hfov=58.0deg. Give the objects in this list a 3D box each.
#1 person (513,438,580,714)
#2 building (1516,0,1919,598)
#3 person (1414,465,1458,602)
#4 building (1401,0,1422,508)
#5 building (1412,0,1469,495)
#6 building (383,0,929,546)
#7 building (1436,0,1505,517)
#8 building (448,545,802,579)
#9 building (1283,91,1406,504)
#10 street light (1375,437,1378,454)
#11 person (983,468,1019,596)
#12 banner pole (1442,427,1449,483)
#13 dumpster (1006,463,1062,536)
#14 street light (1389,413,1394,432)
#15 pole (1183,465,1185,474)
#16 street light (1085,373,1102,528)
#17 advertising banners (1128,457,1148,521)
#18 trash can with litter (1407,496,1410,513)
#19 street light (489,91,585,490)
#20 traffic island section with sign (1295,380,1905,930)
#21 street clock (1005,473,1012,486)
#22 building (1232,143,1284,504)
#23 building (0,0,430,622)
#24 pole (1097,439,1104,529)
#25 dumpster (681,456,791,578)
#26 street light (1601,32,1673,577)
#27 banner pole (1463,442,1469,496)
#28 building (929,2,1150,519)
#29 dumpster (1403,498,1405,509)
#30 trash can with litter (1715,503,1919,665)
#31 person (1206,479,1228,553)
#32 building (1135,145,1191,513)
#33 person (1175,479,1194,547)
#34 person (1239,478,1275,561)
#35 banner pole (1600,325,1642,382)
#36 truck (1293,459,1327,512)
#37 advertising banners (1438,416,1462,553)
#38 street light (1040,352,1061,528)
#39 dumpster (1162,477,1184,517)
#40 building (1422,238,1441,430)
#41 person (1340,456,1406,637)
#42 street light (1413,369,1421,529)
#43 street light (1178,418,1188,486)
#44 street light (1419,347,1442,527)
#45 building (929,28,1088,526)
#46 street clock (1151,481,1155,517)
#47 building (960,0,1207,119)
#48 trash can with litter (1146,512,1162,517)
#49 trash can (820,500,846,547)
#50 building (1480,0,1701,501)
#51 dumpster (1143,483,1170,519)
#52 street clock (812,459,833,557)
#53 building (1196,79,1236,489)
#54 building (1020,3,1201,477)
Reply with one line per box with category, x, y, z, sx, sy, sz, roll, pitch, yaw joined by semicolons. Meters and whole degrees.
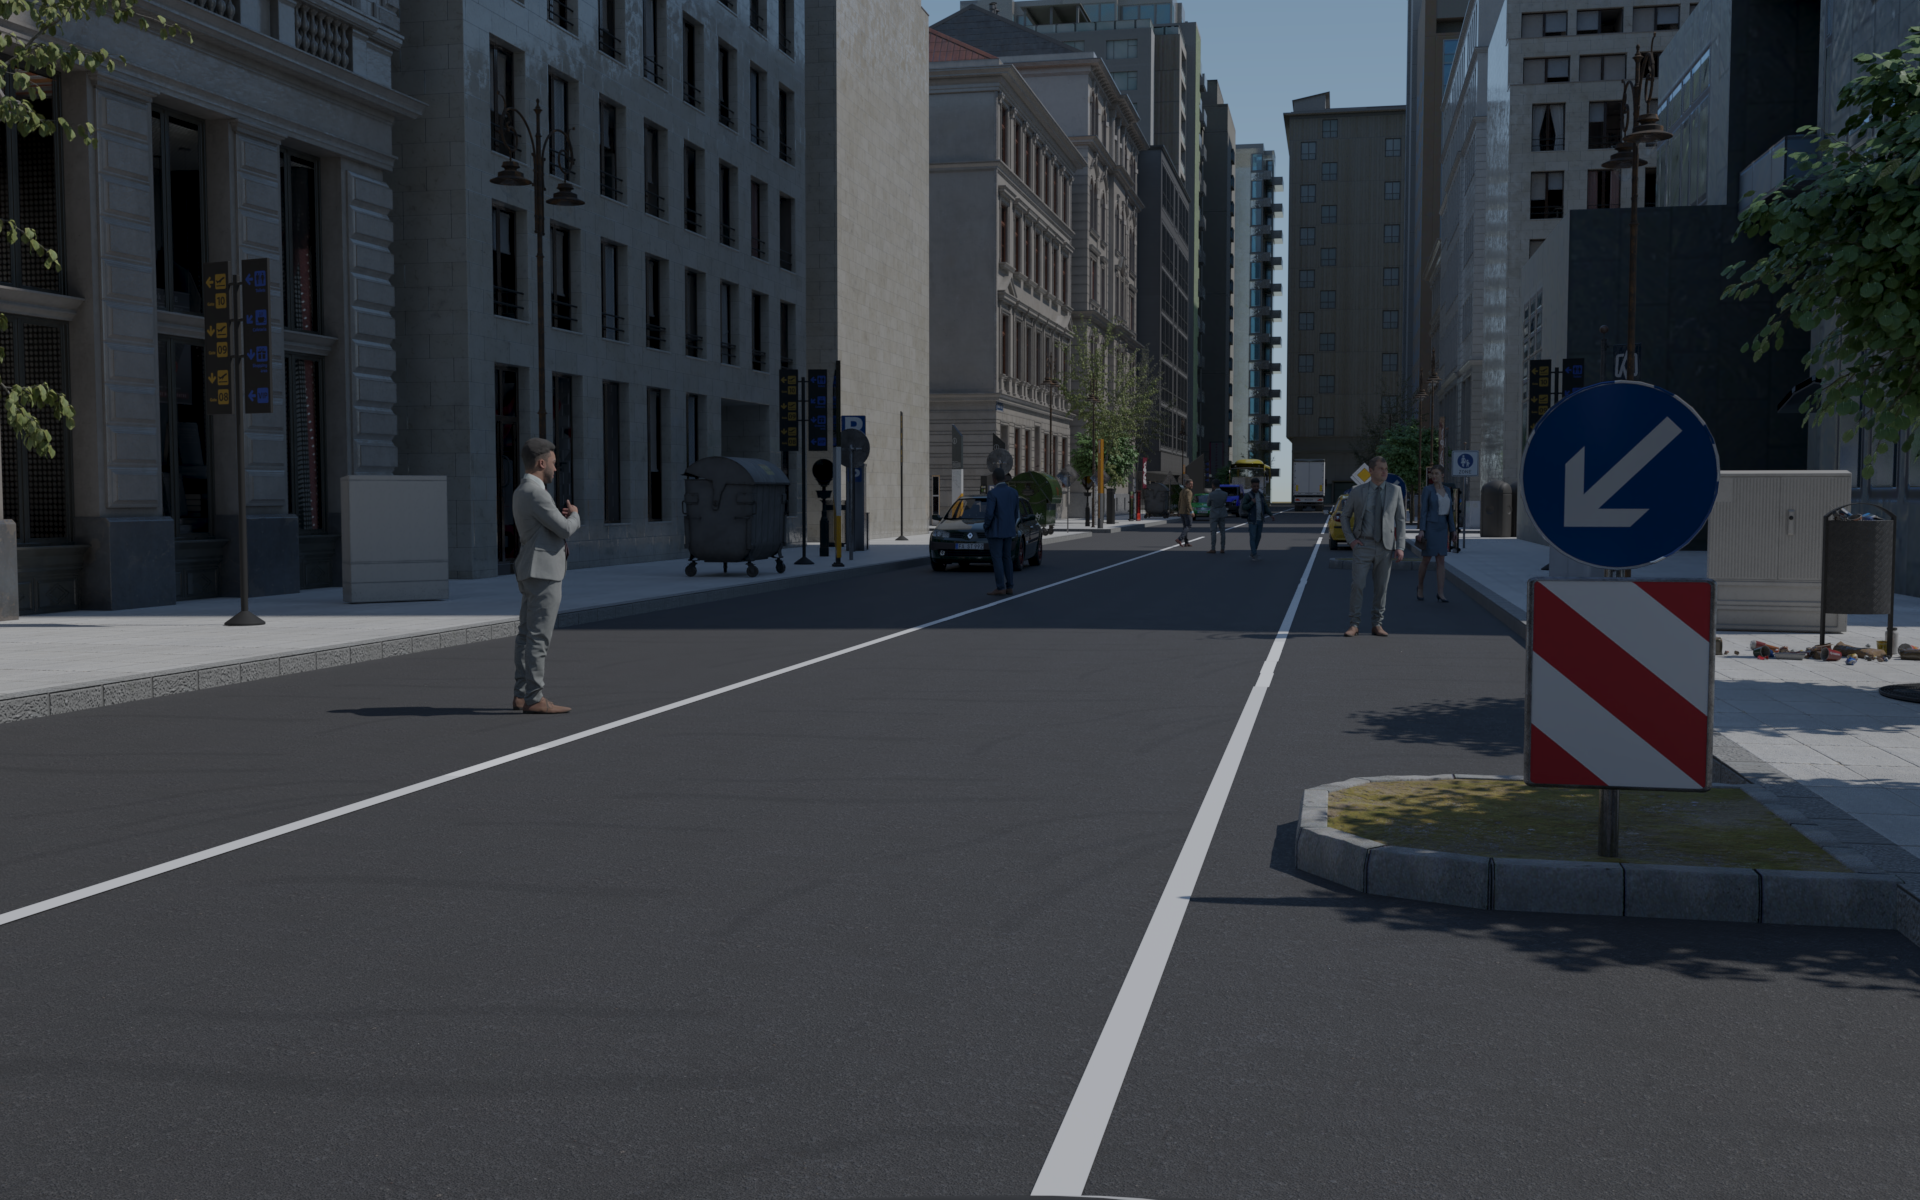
person;-2.714;-0.168;11.422;0.466;1.800;0.511;-3;5;-39
building;23.634;-43.859;29.760;22.319;86.520;31.000;1;4;12
person;6.348;-0.894;23.148;0.581;1.822;0.654;0;4;-4
building;54.006;-38.305;168.279;21.231;58.520;28.212;1;4;12
building;46.419;-30.493;148.669;14.600;45.320;14.200;1;4;12
building;-10.315;-12.065;52.021;16.860;20.320;10.420;1;4;12
building;33.749;-19.635;98.528;11.434;29.767;29.804;1;4;12
building;-10.596;-11.005;34.680;10.420;20.320;16.860;1;4;12
building;57.696;-39.402;233.460;27.495;52.752;28.713;1;4;12
street light;32.548;-9.949;135.447;0.468;5.910;1.993;1;4;12
person;0.593;-0.969;24.518;0.419;1.800;0.721;3;5;41
banner pole;17.980;-4.541;64.259;0.401;3.779;0.863;2;4;33
dumpster;2.279;-3.130;53.668;1.502;2.255;1.985;1;4;12
street light;24.586;-7.727;99.120;0.468;5.910;1.993;1;4;12
pole;15.603;-7.774;120.942;0.158;3.312;0.155;0;3;0
street light;5.100;-5.711;66.171;0.468;5.910;1.993;1;4;12
advertising banners;8.416;-5.238;81.823;0.090;3.025;2.074;2;4;31
trash can with litter;30.418;-6.416;116.280;0.624;1.170;1.055;3;4;36
street light;-4.933;-2.913;20.411;0.468;5.910;1.993;1;4;12
traffic island section with sign;2.352;0.111;6.821;1.989;1.847;2.006;1;4;12
street clock;1.432;-3.157;56.181;0.471;2.002;0.358;-2;4;-34
building;28.536;-37.734;236.559;30.456;49.044;23.786;1;4;12
building;-14.648;-11.460;16.243;11.050;23.489;19.941;1;4;12
pole;5.221;-4.313;64.368;0.158;3.312;0.155;0;3;0
dumpster;-3.542;-1.320;27.347;1.264;1.857;1.865;1;4;12
street light;6.967;-2.764;17.976;0.468;5.910;1.993;1;4;12
banner pole;24.360;-5.712;83.404;0.401;3.779;0.863;2;4;33
building;2.984;-19.229;101.782;14.401;28.519;23.554;1;4;12
dumpster;23.963;-5.492;95.561;1.264;1.857;1.865;1;4;12
trash can with litter;6.679;-0.165;13.761;2.233;1.210;1.678;1;4;8
person;6.213;-2.037;41.989;0.511;1.800;0.466;-2;4;-28
building;8.607;-20.318;125.700;14.314;27.812;24.014;1;4;12
person;6.119;-2.351;46.852;0.656;1.842;0.836;3;5;40
person;6.370;-1.745;37.385;0.623;1.781;0.721;-3;5;-41
banner pole;9.682;-2.176;25.595;0.401;3.779;0.863;-2;4;-35
truck;29.254;-9.540;144.889;2.839;4.237;11.283;1;4;12
advertising banners;10.831;-2.579;38.348;0.090;3.025;2.074;0;4;3
street light;2.963;-5.122;56.540;0.468;5.910;1.993;1;4;12
dumpster;11.997;-5.857;98.255;1.502;2.255;1.985;1;4;12
building;39.333;-17.578;123.559;11.583;22.565;21.152;1;4;12
person;4.174;-0.545;17.508;0.635;1.810;0.391;0;4;-2
street light;16.707;-5.512;62.903;0.468;5.910;1.993;1;4;12
street light;13.337;-8.008;103.720;0.468;5.910;1.993;1;4;12
street light;14.832;-4.994;54.444;0.468;5.910;1.993;1;4;12
building;-1.366;-14.900;79.779;11.583;22.565;21.152;1;4;12
street clock;10.926;-5.731;98.269;0.358;2.002;0.471;0;4;5
building;12.380;-33.692;170.473;23.786;49.044;30.456;1;4;12
trash can with litter;10.800;-5.215;96.645;1.055;1.170;0.624;2;4;24
trash can;-3.038;-1.860;42.067;0.748;1.137;0.748;0;3;0
building;29.732;-13.038;67.929;16.860;20.320;10.420;1;4;12
dumpster;10.292;-5.200;90.785;1.264;1.857;1.865;1;4;12
street clock;-2.791;-1.896;35.563;0.471;2.002;0.358;0;4;-1
building;20.712;-35.366;201.933;21.600;48.544;21.300;1;4;12
building;12.704;-28.351;147.138;14.154;41.232;14.086;1;4;12
